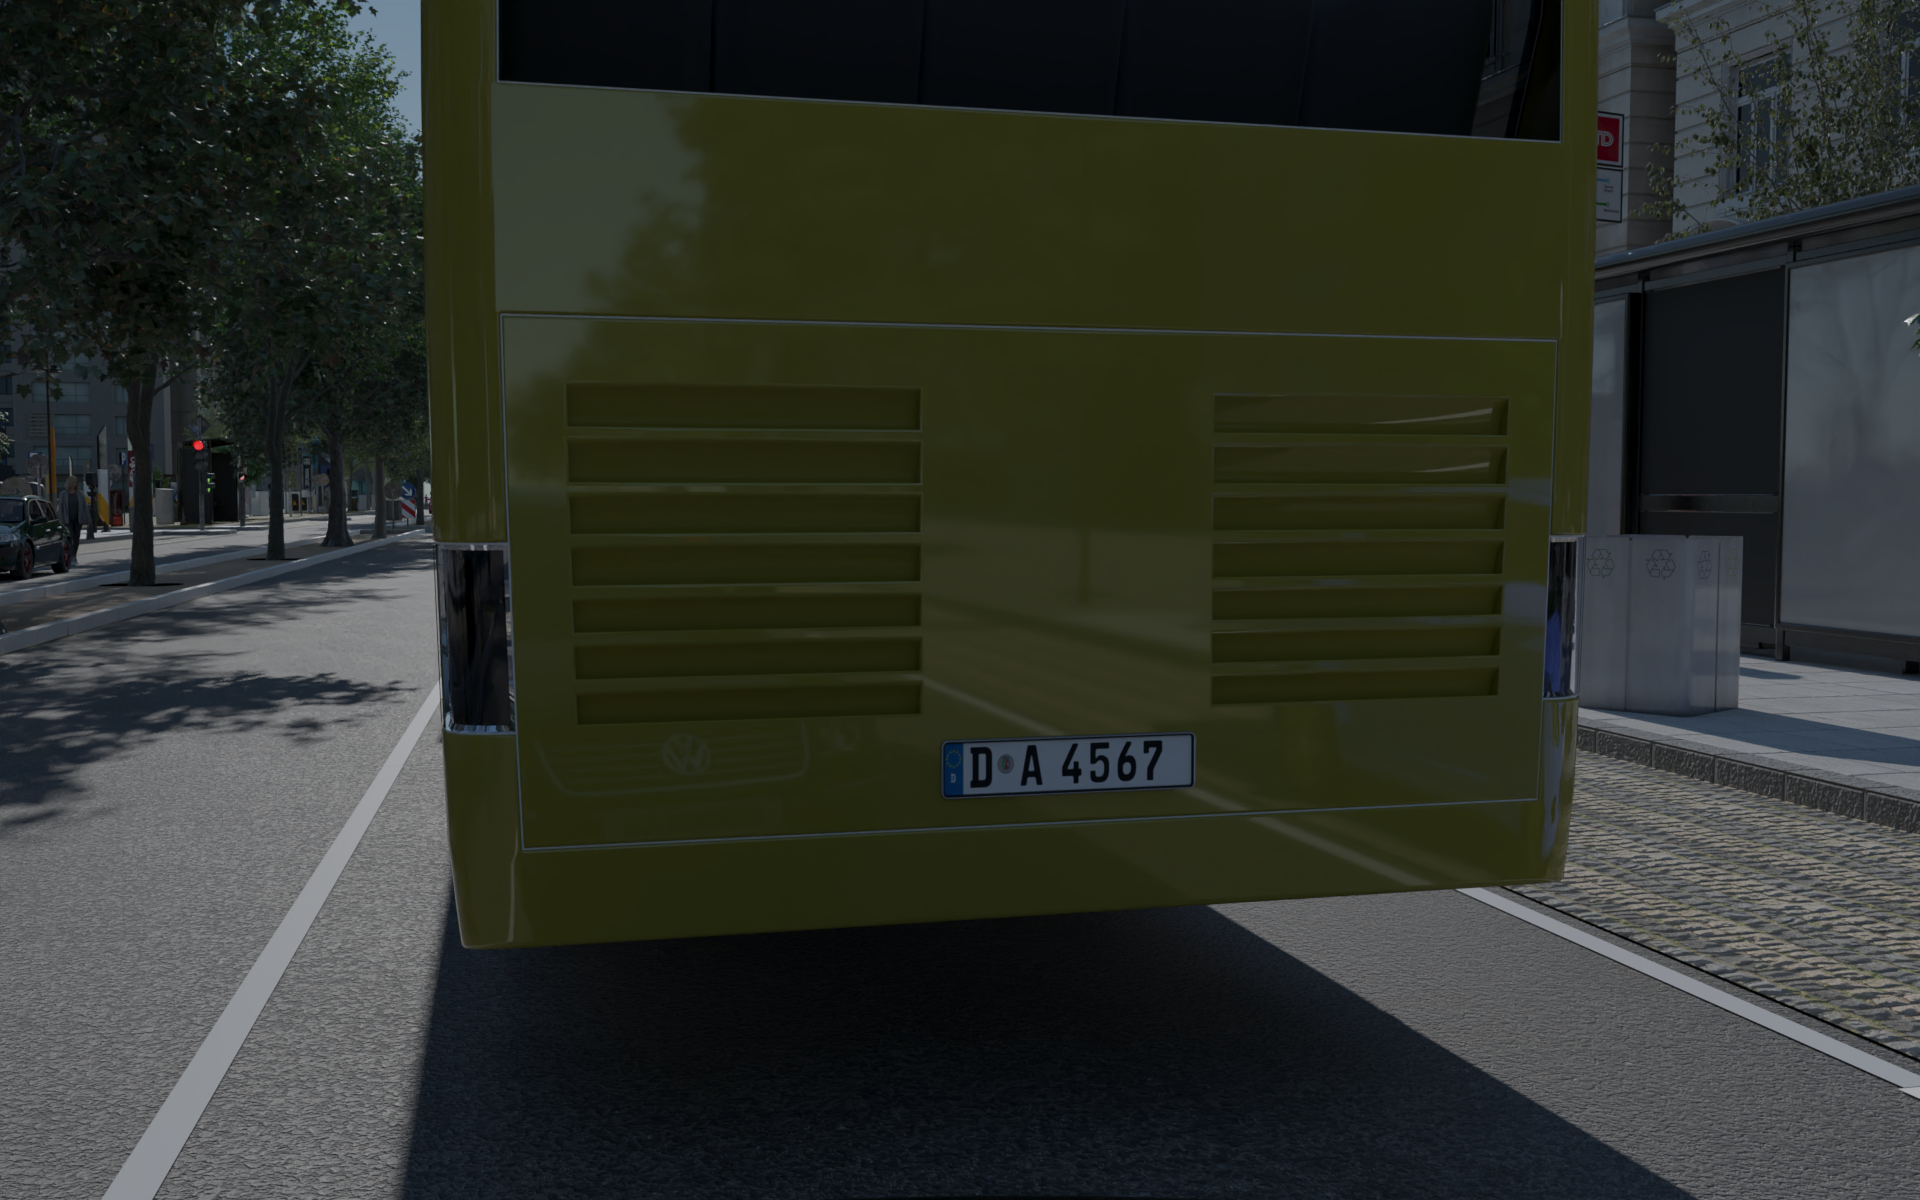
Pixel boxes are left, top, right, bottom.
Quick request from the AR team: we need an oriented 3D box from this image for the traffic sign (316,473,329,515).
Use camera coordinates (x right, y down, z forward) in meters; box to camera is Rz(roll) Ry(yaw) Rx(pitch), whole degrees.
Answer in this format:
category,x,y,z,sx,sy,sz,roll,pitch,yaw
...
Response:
category,x,y,z,sx,sy,sz,roll,pitch,yaw
traffic sign,-39.426,-6.546,107.134,0.768,2.556,0.104,0,4,-8

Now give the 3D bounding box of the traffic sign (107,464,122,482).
category,x,y,z,sx,sy,sz,roll,pitch,yaw
traffic sign,-35.535,-4.433,72.593,0.768,2.556,0.104,-1,4,-11

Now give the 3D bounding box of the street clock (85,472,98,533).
category,x,y,z,sx,sy,sz,roll,pitch,yaw
street clock,-28.834,-3.240,57.552,0.358,2.002,0.471,0,4,-5

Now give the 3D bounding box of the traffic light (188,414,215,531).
category,x,y,z,sx,sy,sz,roll,pitch,yaw
traffic light,-26.638,-4.397,60.819,0.839,4.253,0.868,-1,4,-13

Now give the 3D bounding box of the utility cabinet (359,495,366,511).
category,x,y,z,sx,sy,sz,roll,pitch,yaw
utility cabinet,-45.790,-7.388,131.963,1.020,1.237,0.306,0,4,6

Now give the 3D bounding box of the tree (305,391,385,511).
category,x,y,z,sx,sy,sz,roll,pitch,yaw
tree,-44.634,-11.794,127.248,7.601,10.594,8.767,0,4,-5

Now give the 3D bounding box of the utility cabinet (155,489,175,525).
category,x,y,z,sx,sy,sz,roll,pitch,yaw
utility cabinet,-32.766,-3.836,71.405,0.318,1.500,1.173,0,4,-4

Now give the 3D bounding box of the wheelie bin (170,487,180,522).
category,x,y,z,sx,sy,sz,roll,pitch,yaw
wheelie bin,-36.139,-4.393,79.736,0.980,1.594,0.693,2,4,33

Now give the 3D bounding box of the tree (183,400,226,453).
category,x,y,z,sx,sy,sz,roll,pitch,yaw
tree,-53.658,-10.665,124.730,4.737,8.622,4.395,0,3,0

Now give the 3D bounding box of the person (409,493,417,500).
category,x,y,z,sx,sy,sz,roll,pitch,yaw
person,-40.628,-7.330,128.524,0.592,1.802,0.473,3,4,36

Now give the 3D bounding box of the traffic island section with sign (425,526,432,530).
category,x,y,z,sx,sy,sz,roll,pitch,yaw
traffic island section with sign,-22.214,-3.772,69.814,2.006,1.907,1.989,-1,4,-13

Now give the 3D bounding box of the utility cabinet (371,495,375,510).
category,x,y,z,sx,sy,sz,roll,pitch,yaw
utility cabinet,-47.073,-7.877,139.956,1.020,1.237,0.306,2,4,26

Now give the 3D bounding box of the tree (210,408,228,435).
category,x,y,z,sx,sy,sz,roll,pitch,yaw
tree,-57.393,-11.403,136.795,4.360,8.622,3.978,0,3,0

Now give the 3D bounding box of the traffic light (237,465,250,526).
category,x,y,z,sx,sy,sz,roll,pitch,yaw
traffic light,-26.416,-5.776,69.101,4.771,5.953,1.251,-1,4,-13

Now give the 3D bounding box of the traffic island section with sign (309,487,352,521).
category,x,y,z,sx,sy,sz,roll,pitch,yaw
traffic island section with sign,-33.706,-5.146,92.772,1.989,1.847,2.006,-1,4,-13

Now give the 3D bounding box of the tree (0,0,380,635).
category,x,y,z,sx,sy,sz,roll,pitch,yaw
tree,-9.926,-5.958,16.873,9.611,12.733,9.660,0,3,0

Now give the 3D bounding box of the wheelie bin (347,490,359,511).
category,x,y,z,sx,sy,sz,roll,pitch,yaw
wheelie bin,-45.385,-7.443,129.597,0.980,1.594,0.693,0,4,-3

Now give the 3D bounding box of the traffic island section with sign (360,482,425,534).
category,x,y,z,sx,sy,sz,roll,pitch,yaw
traffic island section with sign,-20.557,-3.331,62.593,2.006,1.907,1.989,-1,4,-13

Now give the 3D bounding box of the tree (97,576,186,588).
category,x,y,z,sx,sy,sz,roll,pitch,yaw
tree,-12.539,-6.006,26.414,9.928,11.665,9.643,0,3,0

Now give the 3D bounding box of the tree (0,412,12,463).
category,x,y,z,sx,sy,sz,roll,pitch,yaw
tree,-25.497,-3.617,42.849,4.285,4.588,4.351,0,3,0

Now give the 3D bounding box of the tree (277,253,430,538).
category,x,y,z,sx,sy,sz,roll,pitch,yaw
tree,-18.939,-8.281,55.980,7.486,12.596,7.792,0,3,0

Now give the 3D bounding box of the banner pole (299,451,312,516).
category,x,y,z,sx,sy,sz,roll,pitch,yaw
banner pole,-38.131,-6.774,100.767,0.863,3.779,0.401,-3,5,-42

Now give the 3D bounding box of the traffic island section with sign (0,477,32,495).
category,x,y,z,sx,sy,sz,roll,pitch,yaw
traffic island section with sign,-21.229,-1.843,38.762,1.989,1.847,2.006,-1,4,-13

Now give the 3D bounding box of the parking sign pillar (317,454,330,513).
category,x,y,z,sx,sy,sz,roll,pitch,yaw
parking sign pillar,-42.373,-7.805,116.086,1.447,3.967,1.447,2,4,30

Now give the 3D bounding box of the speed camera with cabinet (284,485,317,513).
category,x,y,z,sx,sy,sz,roll,pitch,yaw
speed camera with cabinet,-45.417,-7.628,119.056,0.660,3.252,2.038,3,4,36

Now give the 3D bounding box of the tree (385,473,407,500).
category,x,y,z,sx,sy,sz,roll,pitch,yaw
tree,-55.198,-13.590,172.558,4.737,8.622,4.395,0,3,0

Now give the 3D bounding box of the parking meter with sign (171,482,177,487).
category,x,y,z,sx,sy,sz,roll,pitch,yaw
parking meter with sign,-50.623,-7.078,111.978,1.738,3.016,0.543,3,5,39

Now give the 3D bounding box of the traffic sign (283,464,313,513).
category,x,y,z,sx,sy,sz,roll,pitch,yaw
traffic sign,-44.636,-7.487,116.284,2.265,3.308,0.079,0,4,-8

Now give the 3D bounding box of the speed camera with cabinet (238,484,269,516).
category,x,y,z,sx,sy,sz,roll,pitch,yaw
speed camera with cabinet,-41.073,-6.514,100.845,0.660,3.252,2.038,1,4,9

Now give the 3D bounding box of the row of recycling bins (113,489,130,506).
category,x,y,z,sx,sy,sz,roll,pitch,yaw
row of recycling bins,-63.875,-7.612,131.569,1.069,1.692,3.534,-3,5,-40

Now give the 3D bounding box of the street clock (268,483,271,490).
category,x,y,z,sx,sy,sz,roll,pitch,yaw
street clock,-42.988,-6.343,108.284,0.358,2.002,0.471,3,5,42

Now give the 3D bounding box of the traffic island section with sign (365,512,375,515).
category,x,y,z,sx,sy,sz,roll,pitch,yaw
traffic island section with sign,-39.758,-6.753,119.041,1.989,1.847,2.006,-1,4,-13

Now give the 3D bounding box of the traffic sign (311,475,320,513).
category,x,y,z,sx,sy,sz,roll,pitch,yaw
traffic sign,-42.509,-7.002,114.589,0.768,2.556,0.104,0,4,-3

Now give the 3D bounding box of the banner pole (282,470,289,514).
category,x,y,z,sx,sy,sz,roll,pitch,yaw
banner pole,-43.907,-7.483,112.356,0.863,3.779,0.401,2,4,28

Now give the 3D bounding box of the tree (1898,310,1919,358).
category,x,y,z,sx,sy,sz,roll,pitch,yaw
tree,5.059,-0.817,7.957,1.663,3.219,1.824,0,3,0

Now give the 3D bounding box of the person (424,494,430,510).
category,x,y,z,sx,sy,sz,roll,pitch,yaw
person,-49.038,-9.018,159.165,0.991,1.433,0.599,-1,4,-10

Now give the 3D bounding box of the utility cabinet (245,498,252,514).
category,x,y,z,sx,sy,sz,roll,pitch,yaw
utility cabinet,-44.987,-6.017,109.534,1.020,1.237,0.306,0,4,-7

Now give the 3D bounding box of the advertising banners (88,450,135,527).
category,x,y,z,sx,sy,sz,roll,pitch,yaw
advertising banners,-33.557,-4.440,68.783,0.090,3.025,2.074,3,5,40

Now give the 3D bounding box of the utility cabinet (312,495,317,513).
category,x,y,z,sx,sy,sz,roll,pitch,yaw
utility cabinet,-43.986,-6.561,118.430,0.306,1.237,1.020,0,4,-2

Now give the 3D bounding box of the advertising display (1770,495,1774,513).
category,x,y,z,sx,sy,sz,roll,pitch,yaw
advertising display,8.283,-0.720,16.994,0.974,1.923,0.123,-2,4,-32

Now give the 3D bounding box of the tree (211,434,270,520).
category,x,y,z,sx,sy,sz,roll,pitch,yaw
tree,-35.783,-6.247,85.848,4.285,4.588,4.351,0,3,0

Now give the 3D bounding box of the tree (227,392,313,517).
category,x,y,z,sx,sy,sz,roll,pitch,yaw
tree,-37.853,-8.978,97.147,4.737,8.622,4.395,0,3,0

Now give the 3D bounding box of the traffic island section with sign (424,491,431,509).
category,x,y,z,sx,sy,sz,roll,pitch,yaw
traffic island section with sign,-51.211,-9.785,168.617,1.989,1.847,2.006,-1,4,-13

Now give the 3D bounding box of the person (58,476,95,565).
category,x,y,z,sx,sy,sz,roll,pitch,yaw
person,-17.886,-1.614,35.077,0.709,1.800,0.728,-3,4,-37

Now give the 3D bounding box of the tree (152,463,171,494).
category,x,y,z,sx,sy,sz,roll,pitch,yaw
tree,-49.224,-6.834,106.330,1.663,3.219,1.824,0,3,0

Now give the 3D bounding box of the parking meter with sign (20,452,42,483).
category,x,y,z,sx,sy,sz,roll,pitch,yaw
parking meter with sign,-38.297,-4.572,71.005,0.543,3.016,1.738,0,4,-2

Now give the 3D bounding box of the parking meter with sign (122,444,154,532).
category,x,y,z,sx,sy,sz,roll,pitch,yaw
parking meter with sign,-27.971,-3.844,59.117,0.543,3.016,1.738,-1,4,-13

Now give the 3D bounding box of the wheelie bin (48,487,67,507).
category,x,y,z,sx,sy,sz,roll,pitch,yaw
wheelie bin,-42.965,-4.571,82.647,0.980,1.594,0.693,-1,4,-23

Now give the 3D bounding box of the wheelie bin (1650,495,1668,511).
category,x,y,z,sx,sy,sz,roll,pitch,yaw
wheelie bin,12.645,-1.473,31.989,0.693,1.594,0.980,-2,4,-24

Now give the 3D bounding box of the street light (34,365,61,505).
category,x,y,z,sx,sy,sz,roll,pitch,yaw
street light,-26.178,-4.709,49.773,0.468,5.910,1.993,-1,4,-13

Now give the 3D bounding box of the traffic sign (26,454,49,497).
category,x,y,z,sx,sy,sz,roll,pitch,yaw
traffic sign,-29.238,-3.358,55.002,0.768,2.556,0.104,0,4,-6

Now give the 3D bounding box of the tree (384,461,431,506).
category,x,y,z,sx,sy,sz,roll,pitch,yaw
tree,-58.303,-17.122,186.605,9.857,13.997,8.962,0,3,0

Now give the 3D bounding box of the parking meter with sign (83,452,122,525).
category,x,y,z,sx,sy,sz,roll,pitch,yaw
parking meter with sign,-35.590,-4.626,71.904,1.738,3.016,0.543,0,4,-6

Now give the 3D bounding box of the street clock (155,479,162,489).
category,x,y,z,sx,sy,sz,roll,pitch,yaw
street clock,-39.295,-4.918,84.987,0.358,2.002,0.471,-1,4,-15

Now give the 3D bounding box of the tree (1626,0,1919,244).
category,x,y,z,sx,sy,sz,roll,pitch,yaw
tree,10.075,-4.238,19.649,4.360,8.622,3.978,0,3,0
